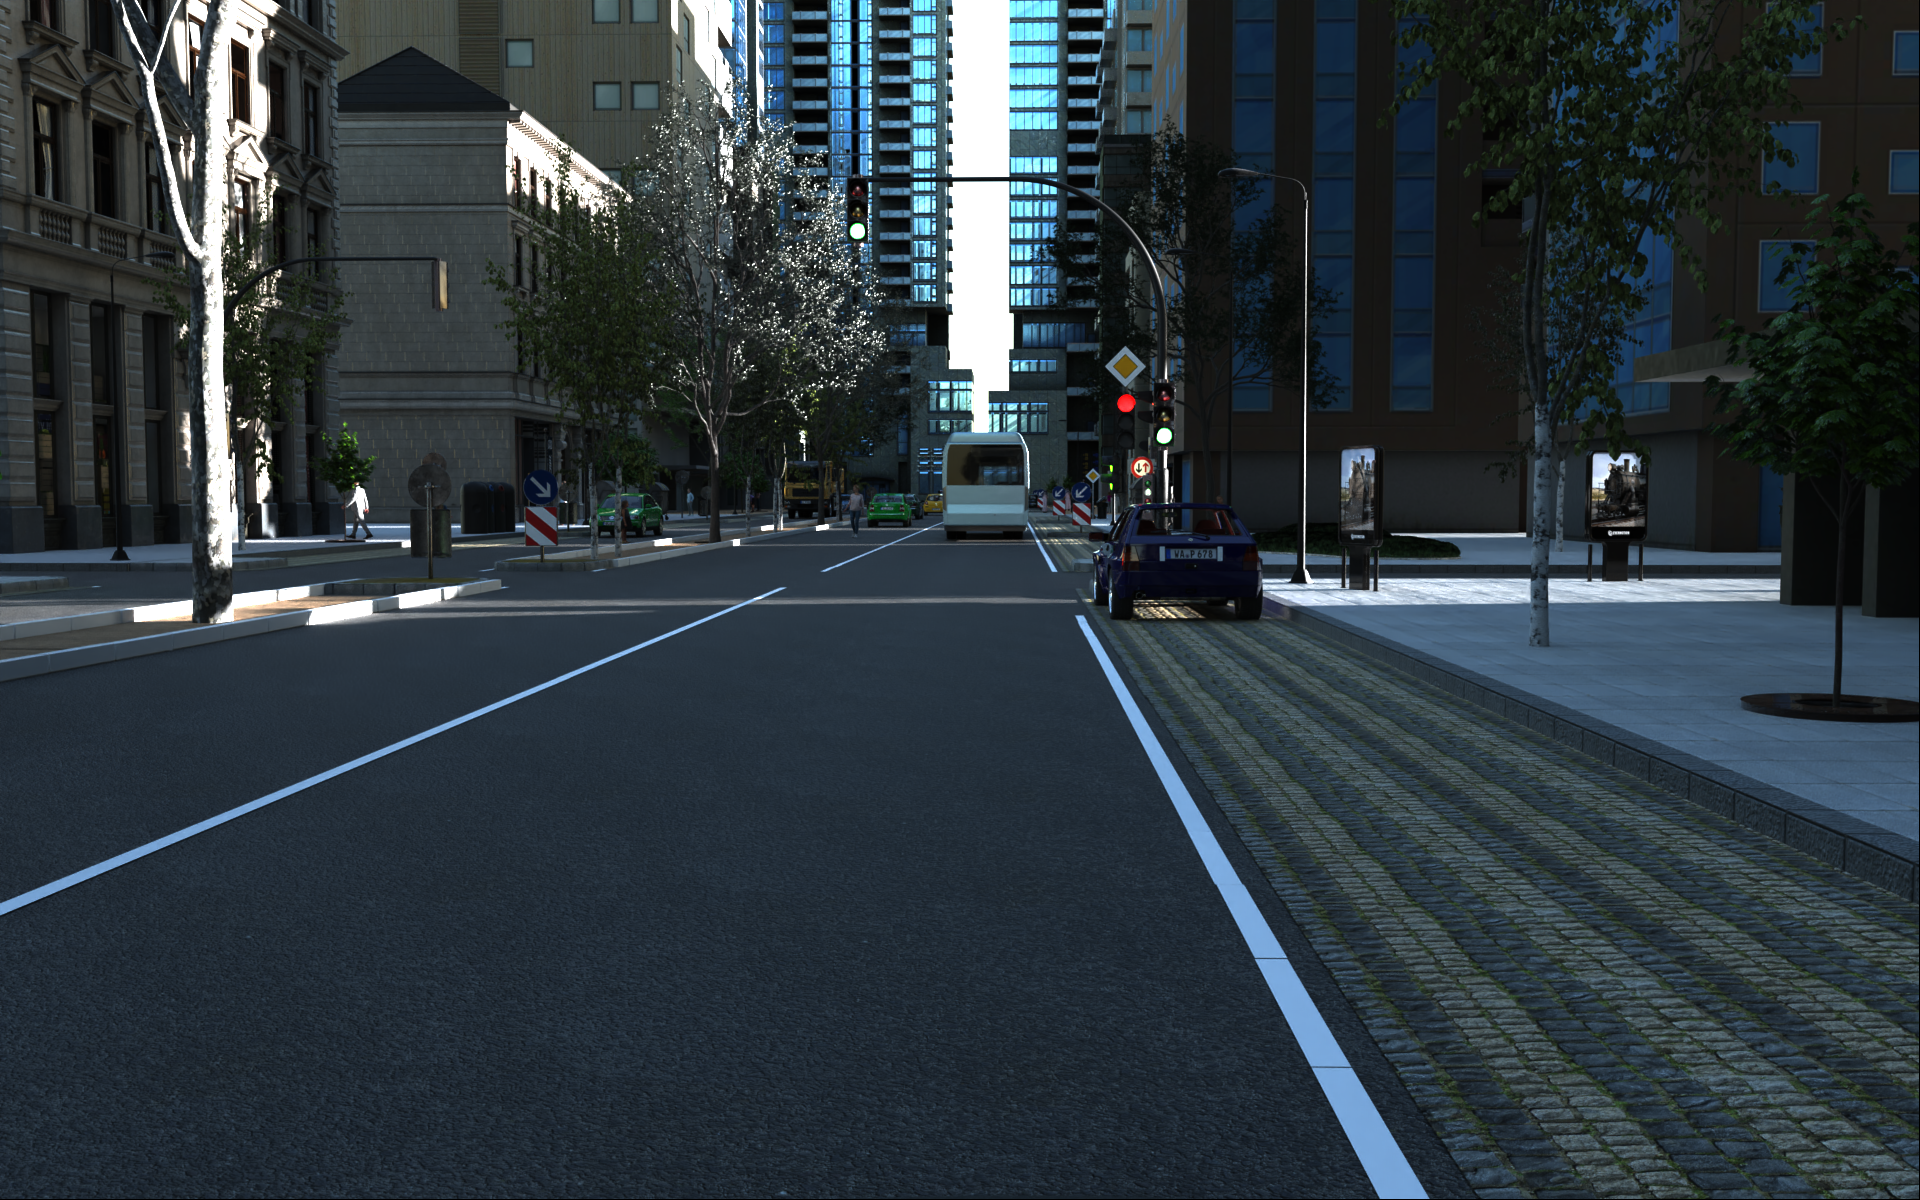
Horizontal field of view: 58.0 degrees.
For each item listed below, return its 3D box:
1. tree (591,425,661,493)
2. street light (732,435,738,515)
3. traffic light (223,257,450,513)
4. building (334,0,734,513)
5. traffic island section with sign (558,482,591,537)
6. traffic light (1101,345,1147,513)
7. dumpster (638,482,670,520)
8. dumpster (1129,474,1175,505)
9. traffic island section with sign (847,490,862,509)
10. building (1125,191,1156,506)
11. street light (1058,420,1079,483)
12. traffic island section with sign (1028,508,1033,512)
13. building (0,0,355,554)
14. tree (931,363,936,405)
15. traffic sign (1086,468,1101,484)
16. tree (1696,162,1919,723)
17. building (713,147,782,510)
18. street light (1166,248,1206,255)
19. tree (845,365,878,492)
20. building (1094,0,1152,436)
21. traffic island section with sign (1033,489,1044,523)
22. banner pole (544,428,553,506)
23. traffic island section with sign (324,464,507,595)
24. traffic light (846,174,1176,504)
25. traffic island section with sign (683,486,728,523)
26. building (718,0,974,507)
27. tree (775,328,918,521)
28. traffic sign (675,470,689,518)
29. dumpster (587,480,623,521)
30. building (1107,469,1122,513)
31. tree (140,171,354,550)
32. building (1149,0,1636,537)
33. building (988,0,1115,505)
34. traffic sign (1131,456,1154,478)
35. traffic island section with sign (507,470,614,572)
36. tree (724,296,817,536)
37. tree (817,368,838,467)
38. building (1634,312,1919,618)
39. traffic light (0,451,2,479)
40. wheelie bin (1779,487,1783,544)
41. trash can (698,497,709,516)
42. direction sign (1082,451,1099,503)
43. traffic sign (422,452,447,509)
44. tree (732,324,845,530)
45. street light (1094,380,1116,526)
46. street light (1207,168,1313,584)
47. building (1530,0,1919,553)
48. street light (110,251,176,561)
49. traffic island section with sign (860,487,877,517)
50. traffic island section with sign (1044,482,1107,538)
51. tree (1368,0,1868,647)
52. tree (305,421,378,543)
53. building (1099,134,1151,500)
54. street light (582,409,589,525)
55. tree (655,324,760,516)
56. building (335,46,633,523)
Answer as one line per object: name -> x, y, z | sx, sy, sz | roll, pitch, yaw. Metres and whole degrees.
tree -> -15.288, -5.806, 78.637 | 4.285, 4.588, 4.351 | 0, 3, 0
street light -> -13.566, -8.311, 108.429 | 1.470, 5.913, 1.316 | 0, 4, 2
traffic light -> -12.250, -3.590, 33.371 | 4.771, 5.953, 1.251 | 0, 4, 2
building -> -31.187, -32.636, 122.836 | 28.713, 52.752, 27.495 | 0, 4, 2
traffic island section with sign -> -13.308, -3.047, 58.442 | 1.989, 1.847, 2.006 | 0, 4, 2
traffic light -> 3.111, -2.689, 32.894 | 0.839, 4.253, 0.868 | 0, 4, 2
dumpster -> -14.912, -4.799, 84.216 | 1.264, 1.857, 1.865 | 0, 4, 2
dumpster -> 5.734, -2.810, 51.698 | 1.264, 1.857, 1.865 | 0, 4, 2
traffic island section with sign -> -10.204, -9.392, 162.181 | 1.989, 1.847, 2.006 | 0, 4, 2
building -> 23.685, -15.178, 93.200 | 27.650, 21.520, 28.899 | 0, 4, 2
street light -> 6.825, -8.283, 107.963 | 1.470, 5.913, 1.316 | 0, 4, 2
traffic island section with sign -> 6.199, -7.712, 134.716 | 1.989, 1.847, 2.006 | 0, 4, 2
building -> -24.810, -13.267, 45.790 | 11.050, 23.489, 19.941 | 0, 4, 2
tree -> -6.127, -9.996, 76.266 | 12.009, 13.543, 11.850 | 0, 3, 0
traffic sign -> 6.762, -5.387, 87.813 | 0.795, 2.593, 0.064 | 1, 4, 11
tree -> 5.309, -0.951, 10.144 | 1.663, 3.219, 1.824 | 0, 3, 0
building -> -22.806, -22.773, 144.038 | 14.160, 30.474, 14.107 | 0, 4, 2
street light -> 4.585, -3.690, 32.868 | 1.470, 5.913, 1.316 | 0, 4, 2
tree -> -6.024, -8.105, 85.333 | 4.737, 8.622, 4.395 | 0, 3, 0
building -> 24.280, -33.302, 164.103 | 23.786, 49.044, 30.456 | 0, 4, 2
traffic island section with sign -> 4.703, -4.643, 84.537 | 1.989, 1.847, 2.006 | 0, 4, 2
banner pole -> -15.721, -4.661, 66.217 | 0.401, 3.779, 0.863 | 1, 4, 10
traffic island section with sign -> -8.034, -1.068, 25.590 | 2.006, 1.907, 1.989 | 0, 4, 2
traffic light -> 0.778, -3.068, 24.834 | 4.771, 5.953, 1.251 | 0, 4, 2
traffic island section with sign -> -12.498, -4.695, 85.385 | 1.989, 1.847, 2.006 | 0, 4, 2
building -> -13.863, -54.563, 204.777 | 31.000, 86.520, 22.319 | 0, 4, 2
tree -> -6.337, -9.490, 92.028 | 8.767, 10.594, 7.601 | 0, 4, 2
traffic sign -> -14.750, -5.613, 91.876 | 0.768, 2.556, 0.104 | 0, 4, 4
dumpster -> -15.231, -4.180, 74.105 | 1.264, 1.857, 1.865 | 0, 4, 2
building -> 26.971, -26.337, 122.492 | 32.217, 40.220, 23.993 | 0, 4, 2
tree -> -16.184, -5.446, 39.398 | 4.737, 8.622, 4.395 | 0, 3, 0
building -> 14.415, -25.205, 62.213 | 14.600, 45.320, 14.200 | 0, 4, 2
building -> 17.448, -54.502, 203.771 | 31.000, 86.520, 22.319 | 0, 4, 2
traffic sign -> 6.171, -3.584, 58.709 | 0.768, 2.556, 0.104 | 0, 4, 4
traffic island section with sign -> -7.803, -1.520, 32.994 | 2.006, 1.907, 1.989 | 0, 4, 2
tree -> -7.144, -6.454, 58.337 | 4.360, 8.622, 3.978 | 0, 3, 0
tree -> -6.764, -6.759, 63.331 | 4.360, 8.622, 3.978 | 0, 3, 0
building -> 18.823, -21.495, 6.074 | 22.147, 44.769, 28.867 | 0, 4, 2
traffic light -> -14.582, -2.232, 25.417 | 0.839, 4.253, 0.868 | 0, 4, 2
wheelie bin -> 15.503, -1.469, 31.931 | 0.693, 1.594, 0.980 | 1, 4, 8
trash can -> -14.801, -5.395, 99.868 | 0.748, 1.137, 0.748 | 0, 3, 0
direction sign -> 6.903, -6.099, 91.713 | 0.876, 3.537, 0.379 | 0, 4, 1
traffic sign -> -16.082, -3.235, 52.991 | 0.768, 2.556, 0.104 | 0, 4, 4
tree -> -7.056, -7.044, 67.981 | 4.737, 8.622, 4.395 | 0, 3, 0
street light -> 5.716, -5.986, 70.415 | 1.470, 5.913, 1.316 | 0, 4, 2
street light -> 4.381, -3.200, 24.855 | 1.470, 5.913, 1.316 | 0, 4, 2
building -> 23.342, -24.024, 42.903 | 14.200, 45.320, 14.600 | 0, 4, 2
street light -> -15.720, -3.718, 33.330 | 1.470, 5.913, 1.316 | 0, 4, 2
traffic island section with sign -> -5.566, -6.114, 108.099 | 2.006, 1.907, 1.989 | 0, 4, 2
traffic island section with sign -> 3.900, -2.995, 57.594 | 1.989, 1.847, 2.006 | 0, 4, 2
tree -> 5.110, -3.909, 14.272 | 4.737, 8.622, 4.395 | 0, 3, 0
tree -> -16.283, -3.152, 46.143 | 1.663, 3.219, 1.824 | 0, 3, 0
building -> 18.361, -22.653, 142.070 | 14.160, 30.474, 14.107 | 0, 4, 2
street light -> -14.811, -6.015, 70.884 | 1.470, 5.913, 1.316 | 0, 4, 2
tree -> -14.849, -10.869, 103.470 | 9.928, 11.665, 9.643 | 0, 3, 0
building -> -23.858, -13.785, 76.301 | 10.553, 20.767, 40.483 | 0, 4, 2
